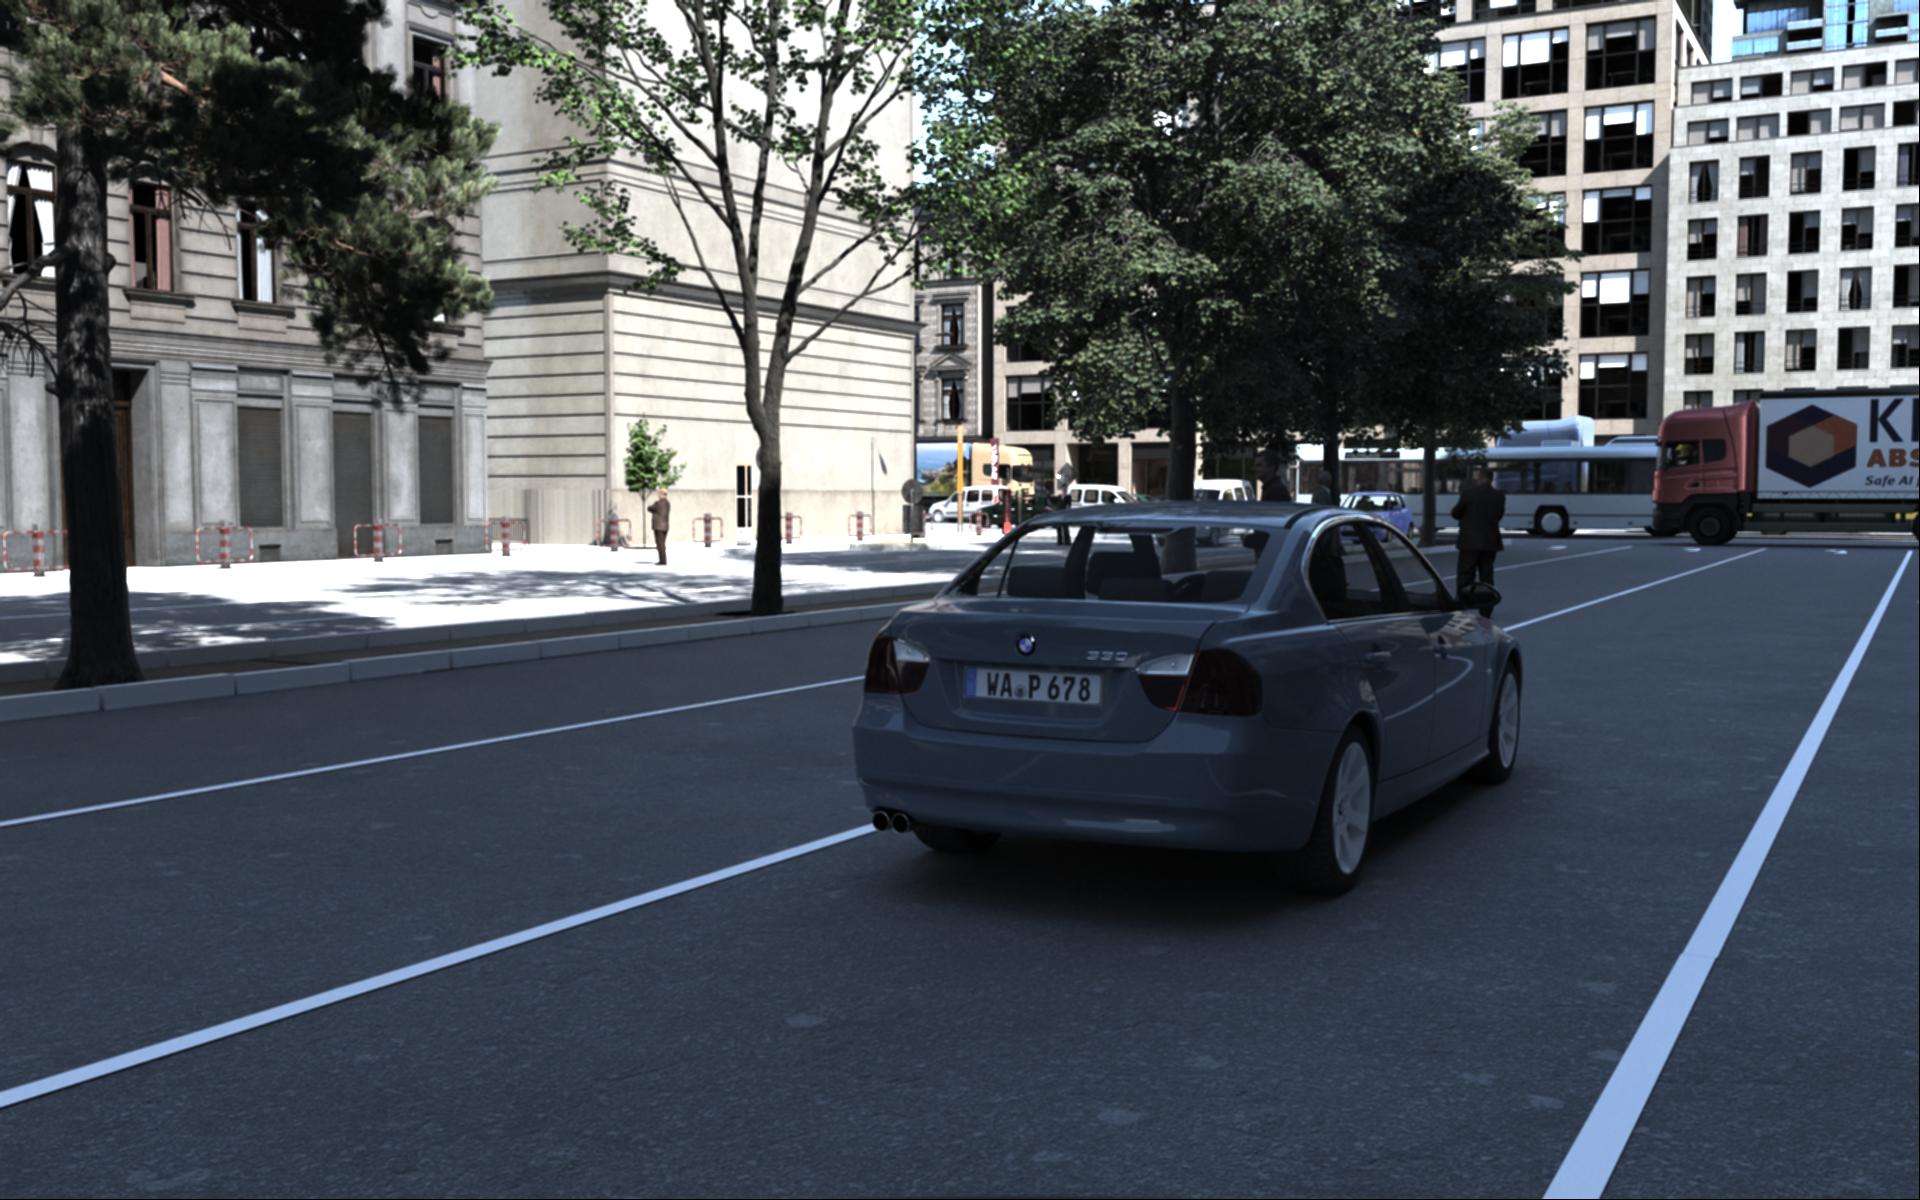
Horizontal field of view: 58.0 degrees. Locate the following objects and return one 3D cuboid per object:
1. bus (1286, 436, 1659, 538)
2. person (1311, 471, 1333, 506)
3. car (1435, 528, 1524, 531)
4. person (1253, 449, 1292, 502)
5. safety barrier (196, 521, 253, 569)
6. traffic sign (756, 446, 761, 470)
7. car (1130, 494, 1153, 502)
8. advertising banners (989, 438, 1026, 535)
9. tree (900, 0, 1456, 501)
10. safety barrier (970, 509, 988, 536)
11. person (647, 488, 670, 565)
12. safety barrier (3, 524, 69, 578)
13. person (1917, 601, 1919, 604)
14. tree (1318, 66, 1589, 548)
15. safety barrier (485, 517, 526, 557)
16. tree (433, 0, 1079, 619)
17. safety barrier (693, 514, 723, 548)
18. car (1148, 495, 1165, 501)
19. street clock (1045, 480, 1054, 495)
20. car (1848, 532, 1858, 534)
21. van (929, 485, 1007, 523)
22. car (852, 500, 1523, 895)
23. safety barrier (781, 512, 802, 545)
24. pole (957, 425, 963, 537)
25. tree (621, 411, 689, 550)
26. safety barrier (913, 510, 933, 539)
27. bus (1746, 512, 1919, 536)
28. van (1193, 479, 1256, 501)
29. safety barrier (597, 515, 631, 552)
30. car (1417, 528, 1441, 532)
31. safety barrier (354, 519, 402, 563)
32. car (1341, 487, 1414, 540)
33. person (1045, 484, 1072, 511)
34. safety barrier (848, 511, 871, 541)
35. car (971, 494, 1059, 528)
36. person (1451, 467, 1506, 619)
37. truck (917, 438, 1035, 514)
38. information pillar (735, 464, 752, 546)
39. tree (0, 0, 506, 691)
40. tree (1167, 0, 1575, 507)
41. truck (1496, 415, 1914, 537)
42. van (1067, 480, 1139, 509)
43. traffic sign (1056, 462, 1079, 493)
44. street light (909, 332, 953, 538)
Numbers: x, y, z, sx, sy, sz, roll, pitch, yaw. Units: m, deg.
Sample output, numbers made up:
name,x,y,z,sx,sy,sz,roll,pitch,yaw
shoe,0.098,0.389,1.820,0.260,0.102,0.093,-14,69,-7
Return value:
name,x,y,z,sx,sy,sz,roll,pitch,yaw
bus,16.862,-3.885,58.381,13.247,3.499,2.948,2,4,28
person,5.517,-1.050,26.065,0.834,1.777,0.661,0,4,-7
car,20.424,-3.653,68.396,5.304,1.827,2.281,2,4,29
person,2.604,-0.372,14.709,0.434,1.807,0.598,1,4,22
safety barrier,-12.570,-0.939,29.622,0.300,0.817,1.120,2,4,29
traffic sign,-4.860,-2.648,43.401,0.768,2.556,0.104,3,4,38
car,8.215,-4.105,78.917,4.920,1.459,2.131,2,4,30
advertising banners,1.498,-3.586,54.821,0.090,3.025,2.074,2,4,34
tree,3.816,-7.376,29.704,9.857,13.997,8.962,0,3,0
safety barrier,0.577,-2.358,52.835,0.300,0.817,1.120,2,4,29
person,-6.078,-1.481,34.982,0.388,1.546,0.482,1,4,22
safety barrier,-14.215,-0.761,26.719,0.300,0.817,1.120,2,4,29
person,12.716,-0.745,22.493,0.589,1.601,0.330,-2,4,-31
tree,12.531,-7.672,46.021,7.486,12.596,7.792,0,3,0
safety barrier,-9.291,-1.294,35.426,0.300,0.817,1.120,2,4,29
tree,-2.233,-5.601,19.796,9.928,11.665,9.643,0,3,0
safety barrier,-6.003,-1.649,41.233,0.300,0.817,1.120,2,4,29
car,8.407,-3.738,70.896,4.222,1.686,2.009,2,4,29
street clock,4.679,-5.271,90.754,0.471,2.002,0.358,-3,5,-41
car,31.797,-3.326,63.972,3.694,1.707,1.945,2,4,29
van,0.440,-4.790,85.327,4.112,2.044,2.013,2,4,30
car,1.264,0.263,7.699,2.014,1.417,4.499,2,4,29
safety barrier,-4.357,-1.826,44.130,0.300,0.817,1.120,2,4,29
pole,0.005,-3.523,51.448,0.158,3.312,0.155,0,3,0
tree,-7.399,-2.790,40.210,1.663,3.219,1.824,0,3,0
safety barrier,-1.078,-2.181,49.928,0.300,0.817,1.120,2,4,29
bus,30.902,-4.122,58.936,12.252,3.916,2.896,2,4,31
van,6.885,-2.529,48.355,2.013,2.044,4.112,2,4,31
safety barrier,-7.649,-1.471,38.322,0.300,0.817,1.120,2,4,29
car,16.562,-3.384,65.546,3.980,1.641,2.015,2,4,29
safety barrier,-10.927,-1.116,32.526,0.300,0.817,1.120,2,4,29
car,11.522,-2.384,48.567,1.945,1.707,3.694,2,4,28
person,2.734,-2.372,48.082,0.742,1.727,0.445,0,3,0
safety barrier,-2.717,-2.003,47.030,0.300,0.817,1.120,2,4,29
car,2.474,-3.825,72.321,4.222,1.686,2.009,2,4,31
person,5.938,-0.659,19.955,0.565,1.739,0.600,-2,4,-31
truck,-1.050,-6.141,89.317,11.283,4.237,2.839,2,4,28
information pillar,-5.346,-2.347,42.860,0.304,2.012,0.304,1,4,20
tree,-6.393,-5.379,12.453,6.751,12.117,7.091,0,3,0
tree,8.315,-7.279,38.479,9.611,12.733,9.660,0,3,0
truck,26.585,-4.117,57.068,18.799,4.110,2.967,2,4,31
van,6.547,-4.120,74.377,4.112,2.044,2.013,2,4,31
traffic sign,3.360,-3.110,54.486,0.795,2.450,0.064,2,4,29
street light,-0.829,-4.738,50.014,1.470,5.913,1.316,2,4,29
